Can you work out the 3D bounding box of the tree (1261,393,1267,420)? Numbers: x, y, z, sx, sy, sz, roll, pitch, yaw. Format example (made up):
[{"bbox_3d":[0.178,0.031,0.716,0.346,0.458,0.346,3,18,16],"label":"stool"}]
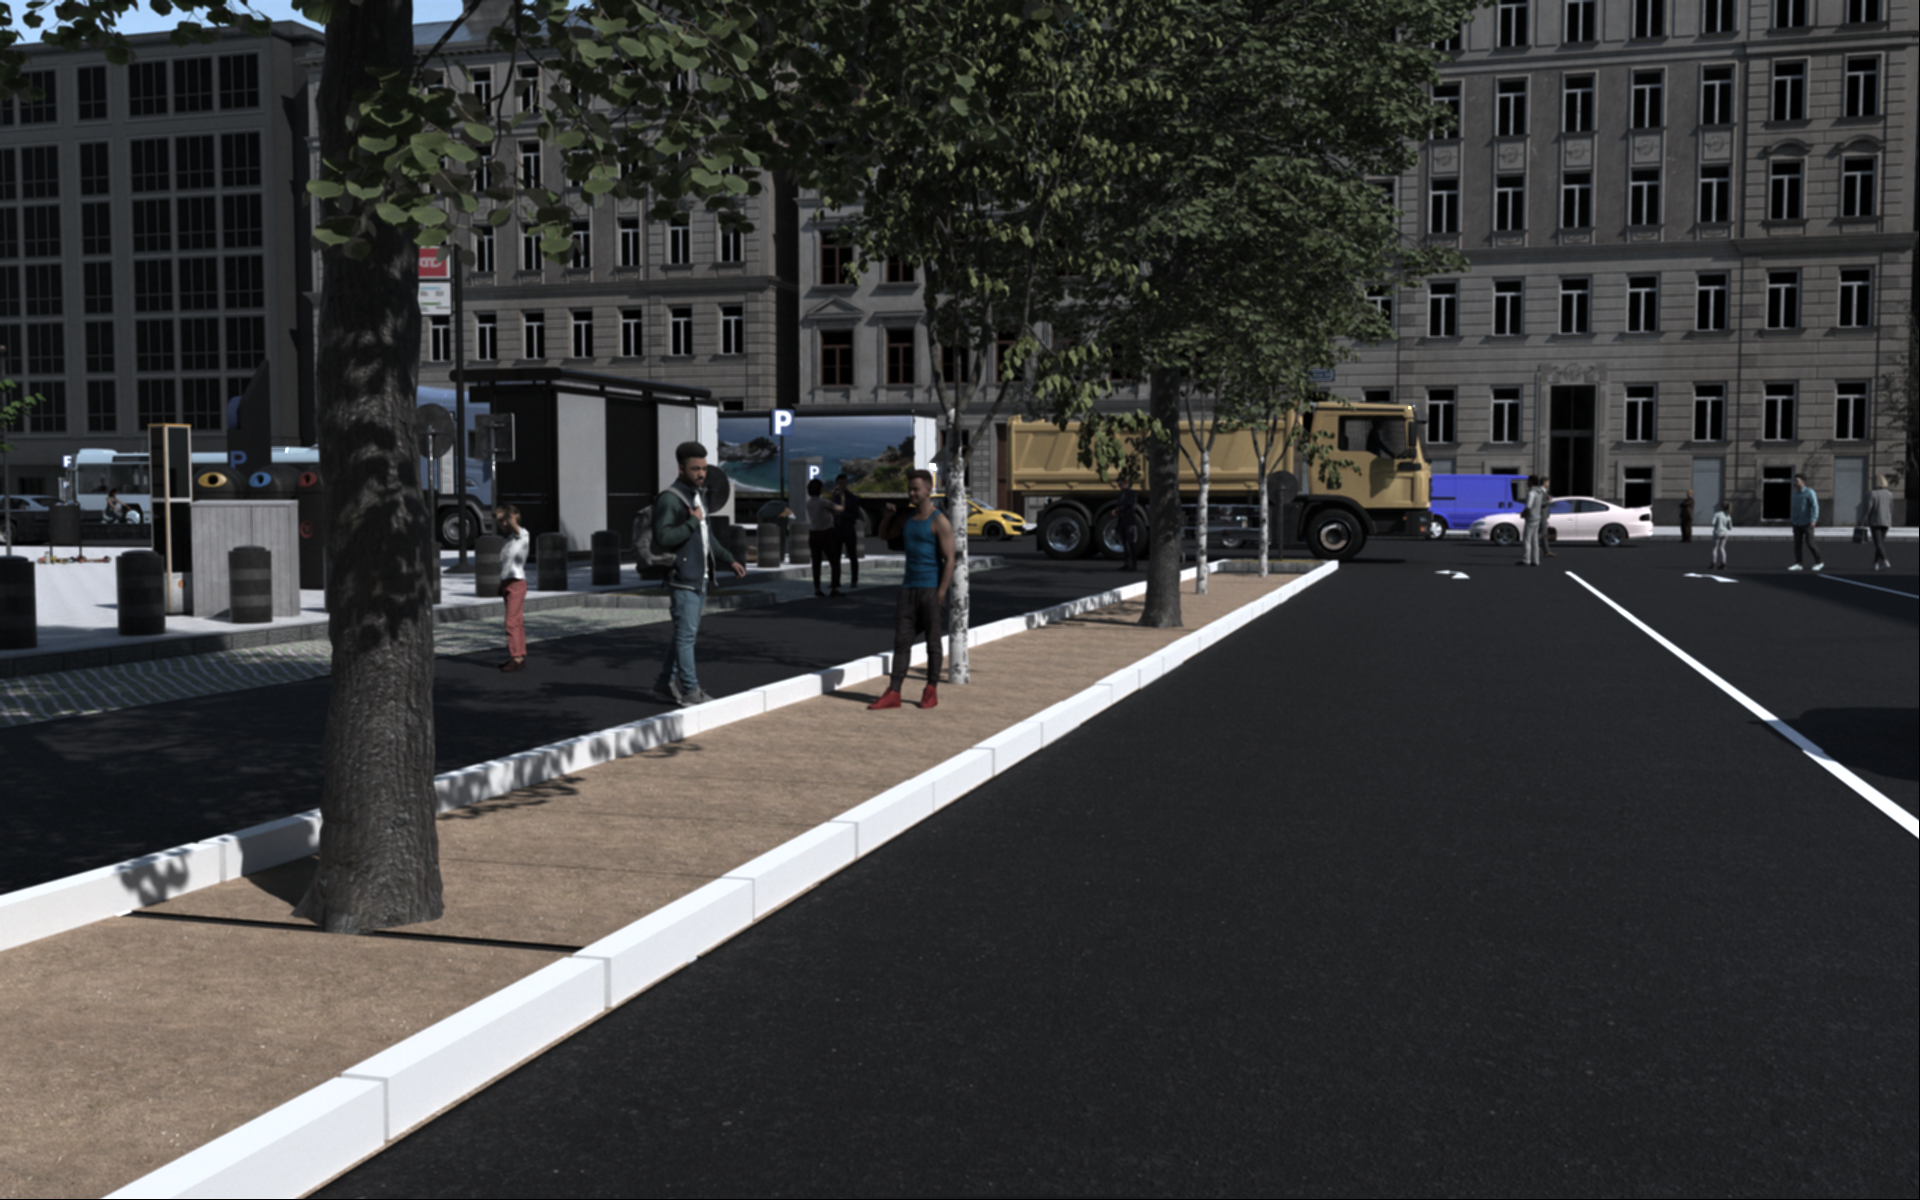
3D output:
[{"bbox_3d":[27.663,-12.975,137.895,9.928,11.665,9.643,0,3,0],"label":"tree"}]

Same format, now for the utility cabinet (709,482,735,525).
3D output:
[{"bbox_3d":[-4.648,-1.451,32.402,0.318,1.500,1.173,1,4,22],"label":"utility cabinet"}]

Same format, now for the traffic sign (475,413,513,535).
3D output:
[{"bbox_3d":[-5.949,-1.222,22.117,0.606,2.300,0.079,2,4,24],"label":"traffic sign"}]

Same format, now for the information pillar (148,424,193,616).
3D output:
[{"bbox_3d":[-8.320,-0.844,18.288,0.304,2.012,0.304,2,4,33],"label":"information pillar"}]

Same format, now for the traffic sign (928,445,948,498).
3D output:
[{"bbox_3d":[-0.270,-1.887,34.499,0.795,2.450,0.064,1,4,16],"label":"traffic sign"}]

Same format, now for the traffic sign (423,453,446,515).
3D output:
[{"bbox_3d":[-7.637,-1.524,25.022,0.768,2.556,0.104,1,4,23],"label":"traffic sign"}]

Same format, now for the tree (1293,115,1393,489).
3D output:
[{"bbox_3d":[5.188,-4.678,29.305,4.737,8.622,4.395,0,3,0],"label":"tree"}]

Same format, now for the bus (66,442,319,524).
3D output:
[{"bbox_3d":[-28.086,-4.318,65.461,13.247,3.499,2.948,1,4,16],"label":"bus"}]

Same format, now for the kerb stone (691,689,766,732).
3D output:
[{"bbox_3d":[-1.475,0.702,10.827,0.120,0.150,1.000,1,4,16],"label":"kerb stone"}]

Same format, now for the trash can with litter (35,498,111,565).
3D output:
[{"bbox_3d":[-16.376,-1.316,32.580,2.233,1.210,1.678,-3,5,-40],"label":"trash can with litter"}]

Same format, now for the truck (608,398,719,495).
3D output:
[{"bbox_3d":[-12.801,-3.838,51.664,11.283,4.237,2.839,1,4,18],"label":"truck"}]

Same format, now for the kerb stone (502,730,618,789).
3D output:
[{"bbox_3d":[-2.049,0.817,8.844,0.120,0.150,1.000,1,4,16],"label":"kerb stone"}]

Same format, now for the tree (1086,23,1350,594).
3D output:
[{"bbox_3d":[3.491,-4.394,24.662,4.360,8.622,3.978,0,3,0],"label":"tree"}]

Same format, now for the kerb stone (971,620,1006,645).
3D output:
[{"bbox_3d":[0.234,0.334,16.742,0.120,0.150,1.000,1,4,16],"label":"kerb stone"}]

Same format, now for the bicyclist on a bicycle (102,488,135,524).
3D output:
[{"bbox_3d":[-27.641,-2.855,56.699,1.625,1.676,1.499,1,4,15],"label":"bicyclist on a bicycle"}]

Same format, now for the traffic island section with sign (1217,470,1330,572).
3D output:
[{"bbox_3d":[6.046,-1.520,32.987,2.006,1.907,1.989,1,4,16],"label":"traffic island section with sign"}]

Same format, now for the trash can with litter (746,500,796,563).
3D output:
[{"bbox_3d":[-3.589,-1.285,32.403,0.624,1.170,1.055,2,4,26],"label":"trash can with litter"}]

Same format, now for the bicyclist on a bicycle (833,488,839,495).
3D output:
[{"bbox_3d":[-3.560,-2.518,51.198,1.625,1.676,1.499,1,4,17],"label":"bicyclist on a bicycle"}]

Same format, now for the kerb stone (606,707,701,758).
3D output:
[{"bbox_3d":[-1.752,0.756,9.839,0.120,0.150,1.000,1,4,16],"label":"kerb stone"}]

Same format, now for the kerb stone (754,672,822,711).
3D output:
[{"bbox_3d":[-1.189,0.636,11.812,0.120,0.150,1.000,1,4,16],"label":"kerb stone"}]

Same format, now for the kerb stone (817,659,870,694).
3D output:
[{"bbox_3d":[-0.904,0.579,12.797,0.120,0.150,1.000,1,4,16],"label":"kerb stone"}]

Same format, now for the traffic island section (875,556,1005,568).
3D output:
[{"bbox_3d":[-0.295,-0.751,34.567,2.009,0.180,2.903,1,4,16],"label":"traffic island section"}]

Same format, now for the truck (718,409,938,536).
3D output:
[{"bbox_3d":[-6.486,-4.328,59.681,11.283,4.237,2.839,1,4,18],"label":"truck"}]

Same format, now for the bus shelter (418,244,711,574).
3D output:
[{"bbox_3d":[-7.156,-3.221,30.294,2.179,5.291,8.768,1,4,16],"label":"bus shelter"}]

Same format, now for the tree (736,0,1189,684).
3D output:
[{"bbox_3d":[-0.038,-3.653,12.546,4.737,8.622,4.395,0,3,0],"label":"tree"}]

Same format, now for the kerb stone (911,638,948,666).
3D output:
[{"bbox_3d":[-0.324,0.458,14.768,0.120,0.150,1.000,1,4,16],"label":"kerb stone"}]

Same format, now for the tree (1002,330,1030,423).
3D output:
[{"bbox_3d":[3.458,-7.227,68.517,4.360,8.622,3.978,0,3,0],"label":"tree"}]

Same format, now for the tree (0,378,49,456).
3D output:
[{"bbox_3d":[-9.247,-1.267,15.310,1.663,3.219,1.824,0,3,0],"label":"tree"}]

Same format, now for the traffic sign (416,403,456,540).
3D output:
[{"bbox_3d":[-7.439,-1.483,24.360,0.768,2.556,0.104,1,4,17],"label":"traffic sign"}]

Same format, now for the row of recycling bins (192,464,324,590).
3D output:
[{"bbox_3d":[-8.997,-1.011,23.646,3.534,1.692,1.069,1,4,20],"label":"row of recycling bins"}]

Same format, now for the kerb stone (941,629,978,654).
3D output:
[{"bbox_3d":[-0.054,0.397,15.758,0.120,0.150,1.000,1,4,16],"label":"kerb stone"}]

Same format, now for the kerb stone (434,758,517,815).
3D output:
[{"bbox_3d":[-2.338,0.878,7.848,0.120,0.150,1.000,1,4,16],"label":"kerb stone"}]

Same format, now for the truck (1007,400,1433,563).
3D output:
[{"bbox_3d":[6.030,-2.543,37.498,9.791,3.379,3.469,1,4,16],"label":"truck"}]

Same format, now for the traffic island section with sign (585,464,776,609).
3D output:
[{"bbox_3d":[-3.476,-0.838,22.328,1.989,1.847,2.006,1,4,16],"label":"traffic island section with sign"}]

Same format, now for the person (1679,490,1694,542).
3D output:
[{"bbox_3d":[21.526,-2.479,51.300,0.388,1.546,0.482,0,4,5],"label":"person"}]

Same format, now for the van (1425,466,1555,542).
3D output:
[{"bbox_3d":[16.361,-3.006,53.533,5.245,2.365,2.240,1,4,15],"label":"van"}]

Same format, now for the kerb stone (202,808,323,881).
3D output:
[{"bbox_3d":[-2.615,0.938,6.859,0.120,0.150,1.000,1,4,16],"label":"kerb stone"}]

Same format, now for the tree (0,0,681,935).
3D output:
[{"bbox_3d":[-1.952,-5.219,5.908,7.486,12.596,7.792,0,3,0],"label":"tree"}]

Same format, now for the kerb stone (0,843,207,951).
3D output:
[{"bbox_3d":[-2.907,0.998,5.874,0.120,0.150,1.000,1,4,16],"label":"kerb stone"}]

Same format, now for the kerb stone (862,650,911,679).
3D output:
[{"bbox_3d":[-0.622,0.514,13.787,0.120,0.150,1.000,1,4,16],"label":"kerb stone"}]

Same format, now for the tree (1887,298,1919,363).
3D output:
[{"bbox_3d":[34.867,-6.844,62.269,4.360,8.622,3.978,0,3,0],"label":"tree"}]

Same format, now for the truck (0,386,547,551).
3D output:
[{"bbox_3d":[-18.839,-3.398,45.324,18.799,4.110,2.967,1,4,15],"label":"truck"}]

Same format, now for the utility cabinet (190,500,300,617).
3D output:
[{"bbox_3d":[-7.483,-0.427,18.138,1.020,1.237,0.306,0,4,-2],"label":"utility cabinet"}]
